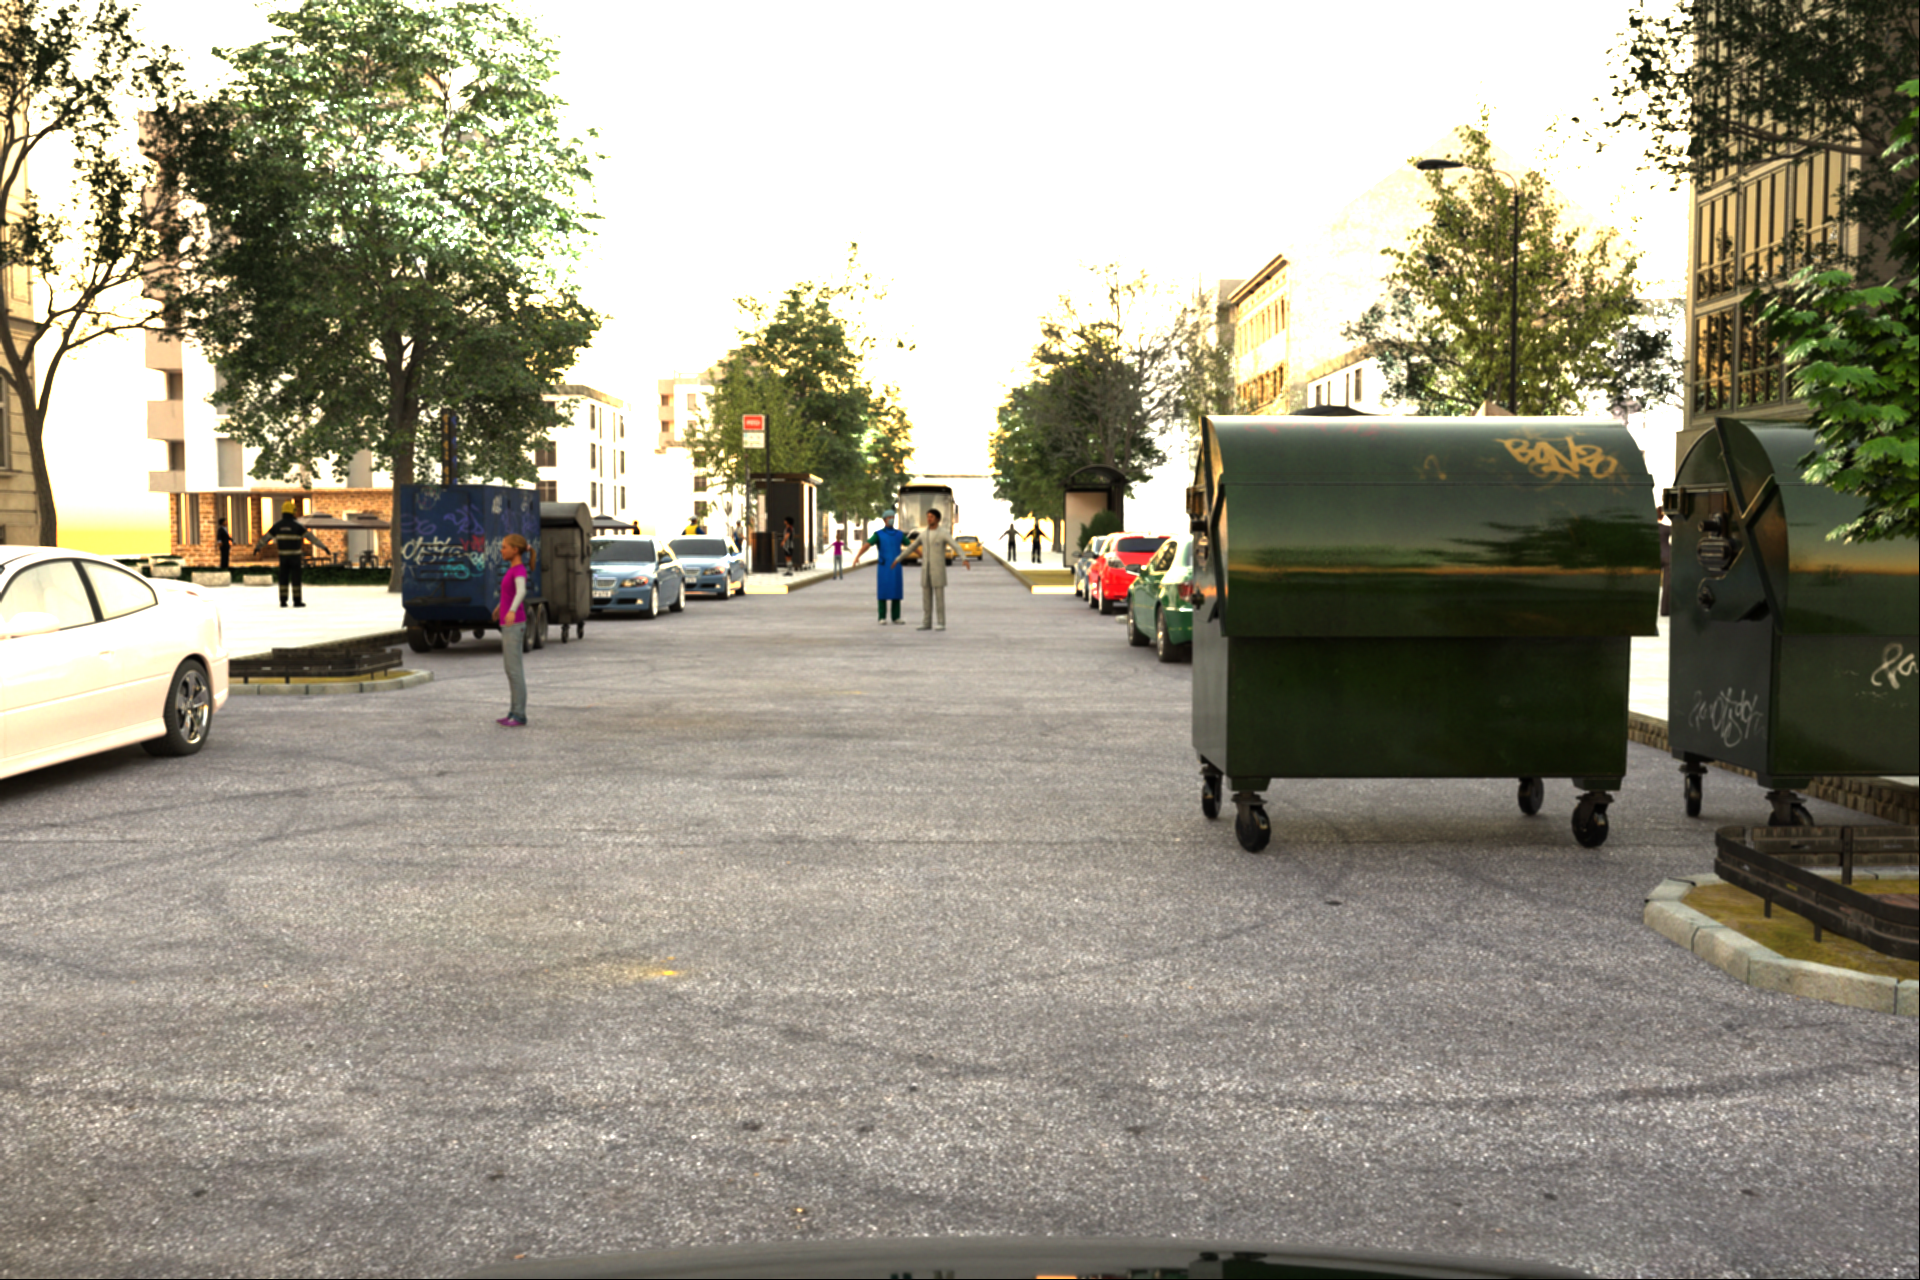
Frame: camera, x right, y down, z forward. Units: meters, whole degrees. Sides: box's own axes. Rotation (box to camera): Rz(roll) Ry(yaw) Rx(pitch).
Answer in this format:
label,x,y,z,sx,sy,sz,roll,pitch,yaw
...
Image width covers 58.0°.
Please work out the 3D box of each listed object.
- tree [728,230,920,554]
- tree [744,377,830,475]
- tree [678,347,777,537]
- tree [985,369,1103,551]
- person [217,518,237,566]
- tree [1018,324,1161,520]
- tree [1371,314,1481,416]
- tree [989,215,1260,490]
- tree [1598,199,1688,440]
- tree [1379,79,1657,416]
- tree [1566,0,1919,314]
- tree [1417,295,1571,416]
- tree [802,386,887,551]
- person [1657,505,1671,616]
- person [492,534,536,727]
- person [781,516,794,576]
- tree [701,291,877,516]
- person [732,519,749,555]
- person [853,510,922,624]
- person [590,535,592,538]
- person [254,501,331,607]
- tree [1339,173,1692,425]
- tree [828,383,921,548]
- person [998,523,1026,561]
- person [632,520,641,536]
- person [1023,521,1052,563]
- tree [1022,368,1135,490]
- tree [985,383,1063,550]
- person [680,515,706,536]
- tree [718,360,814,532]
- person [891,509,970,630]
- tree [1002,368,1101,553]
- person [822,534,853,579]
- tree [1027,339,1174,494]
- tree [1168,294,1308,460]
label,x,y,z,sx,sy,sz,roll,pitch,yaw
tree,-8.543,-15.491,109.162,12.611,20.169,13.585,0,3,0
tree,-8.339,-7.979,80.827,4.737,8.622,4.395,0,3,0
tree,-9.284,-7.248,68.864,4.737,8.622,4.395,0,3,0
tree,6.974,-13.507,127.500,9.857,13.997,8.962,0,3,0
person,-20.991,-2.623,49.604,0.721,1.740,1.216,0,4,-3
tree,6.901,-10.667,92.526,7.486,12.596,7.792,0,3,0
tree,16.038,-6.560,57.610,4.360,8.622,3.978,0,3,0
tree,6.165,-9.623,67.708,12.009,13.543,11.850,0,3,0
tree,24.998,-8.900,55.890,12.009,13.543,11.850,0,3,0
tree,9.206,-4.798,28.806,4.737,8.622,4.395,0,3,0
tree,9.130,-4.904,14.599,8.767,10.594,7.601,3,5,42
tree,15.439,-6.152,50.955,4.737,8.622,4.395,0,3,0
tree,-9.154,-13.102,132.340,7.486,12.596,7.792,0,3,0
person,11.086,-1.239,27.105,0.742,1.727,0.445,0,4,6
person,-3.396,-0.075,12.942,0.599,1.433,0.991,-1,4,-20
person,-5.300,-2.885,53.310,0.704,1.843,1.345,0,4,3
tree,-8.938,-11.372,92.592,9.857,13.997,8.962,0,3,0
person,-8.400,-3.669,65.849,0.705,1.847,1.347,-2,4,-32
person,-1.107,-1.162,27.575,1.347,1.817,0.704,-2,4,-26
person,-17.870,-4.613,81.563,1.346,1.812,0.704,-2,4,-29
person,-11.781,-1.511,30.476,1.351,1.858,0.704,0,3,0
tree,14.018,-6.696,43.900,8.767,10.594,7.601,0,4,8
tree,-8.171,-14.701,147.011,9.857,13.997,8.962,0,3,0
person,2.438,-4.598,81.313,1.348,1.813,0.705,0,4,2
person,-12.270,-3.622,65.451,0.704,1.802,1.346,0,4,5
person,3.392,-4.339,76.723,1.354,1.856,0.705,2,4,24
tree,7.266,-10.844,103.058,9.928,11.665,9.643,0,3,0
tree,6.439,-14.449,142.901,9.857,13.997,8.962,0,3,0
person,-7.532,-2.641,49.152,1.349,1.833,0.705,2,4,31
tree,-8.635,-7.593,74.509,4.737,8.622,4.395,0,3,0
person,-0.411,-1.056,25.902,1.347,1.806,0.705,2,4,29
tree,6.679,-12.154,116.850,7.486,12.596,7.792,0,3,0
person,-3.876,-2.635,54.804,0.991,1.433,0.599,-1,4,-15
tree,6.713,-9.106,83.296,7.601,10.594,8.767,-1,4,-21
tree,8.010,-6.308,53.503,4.360,8.622,3.978,0,3,0
